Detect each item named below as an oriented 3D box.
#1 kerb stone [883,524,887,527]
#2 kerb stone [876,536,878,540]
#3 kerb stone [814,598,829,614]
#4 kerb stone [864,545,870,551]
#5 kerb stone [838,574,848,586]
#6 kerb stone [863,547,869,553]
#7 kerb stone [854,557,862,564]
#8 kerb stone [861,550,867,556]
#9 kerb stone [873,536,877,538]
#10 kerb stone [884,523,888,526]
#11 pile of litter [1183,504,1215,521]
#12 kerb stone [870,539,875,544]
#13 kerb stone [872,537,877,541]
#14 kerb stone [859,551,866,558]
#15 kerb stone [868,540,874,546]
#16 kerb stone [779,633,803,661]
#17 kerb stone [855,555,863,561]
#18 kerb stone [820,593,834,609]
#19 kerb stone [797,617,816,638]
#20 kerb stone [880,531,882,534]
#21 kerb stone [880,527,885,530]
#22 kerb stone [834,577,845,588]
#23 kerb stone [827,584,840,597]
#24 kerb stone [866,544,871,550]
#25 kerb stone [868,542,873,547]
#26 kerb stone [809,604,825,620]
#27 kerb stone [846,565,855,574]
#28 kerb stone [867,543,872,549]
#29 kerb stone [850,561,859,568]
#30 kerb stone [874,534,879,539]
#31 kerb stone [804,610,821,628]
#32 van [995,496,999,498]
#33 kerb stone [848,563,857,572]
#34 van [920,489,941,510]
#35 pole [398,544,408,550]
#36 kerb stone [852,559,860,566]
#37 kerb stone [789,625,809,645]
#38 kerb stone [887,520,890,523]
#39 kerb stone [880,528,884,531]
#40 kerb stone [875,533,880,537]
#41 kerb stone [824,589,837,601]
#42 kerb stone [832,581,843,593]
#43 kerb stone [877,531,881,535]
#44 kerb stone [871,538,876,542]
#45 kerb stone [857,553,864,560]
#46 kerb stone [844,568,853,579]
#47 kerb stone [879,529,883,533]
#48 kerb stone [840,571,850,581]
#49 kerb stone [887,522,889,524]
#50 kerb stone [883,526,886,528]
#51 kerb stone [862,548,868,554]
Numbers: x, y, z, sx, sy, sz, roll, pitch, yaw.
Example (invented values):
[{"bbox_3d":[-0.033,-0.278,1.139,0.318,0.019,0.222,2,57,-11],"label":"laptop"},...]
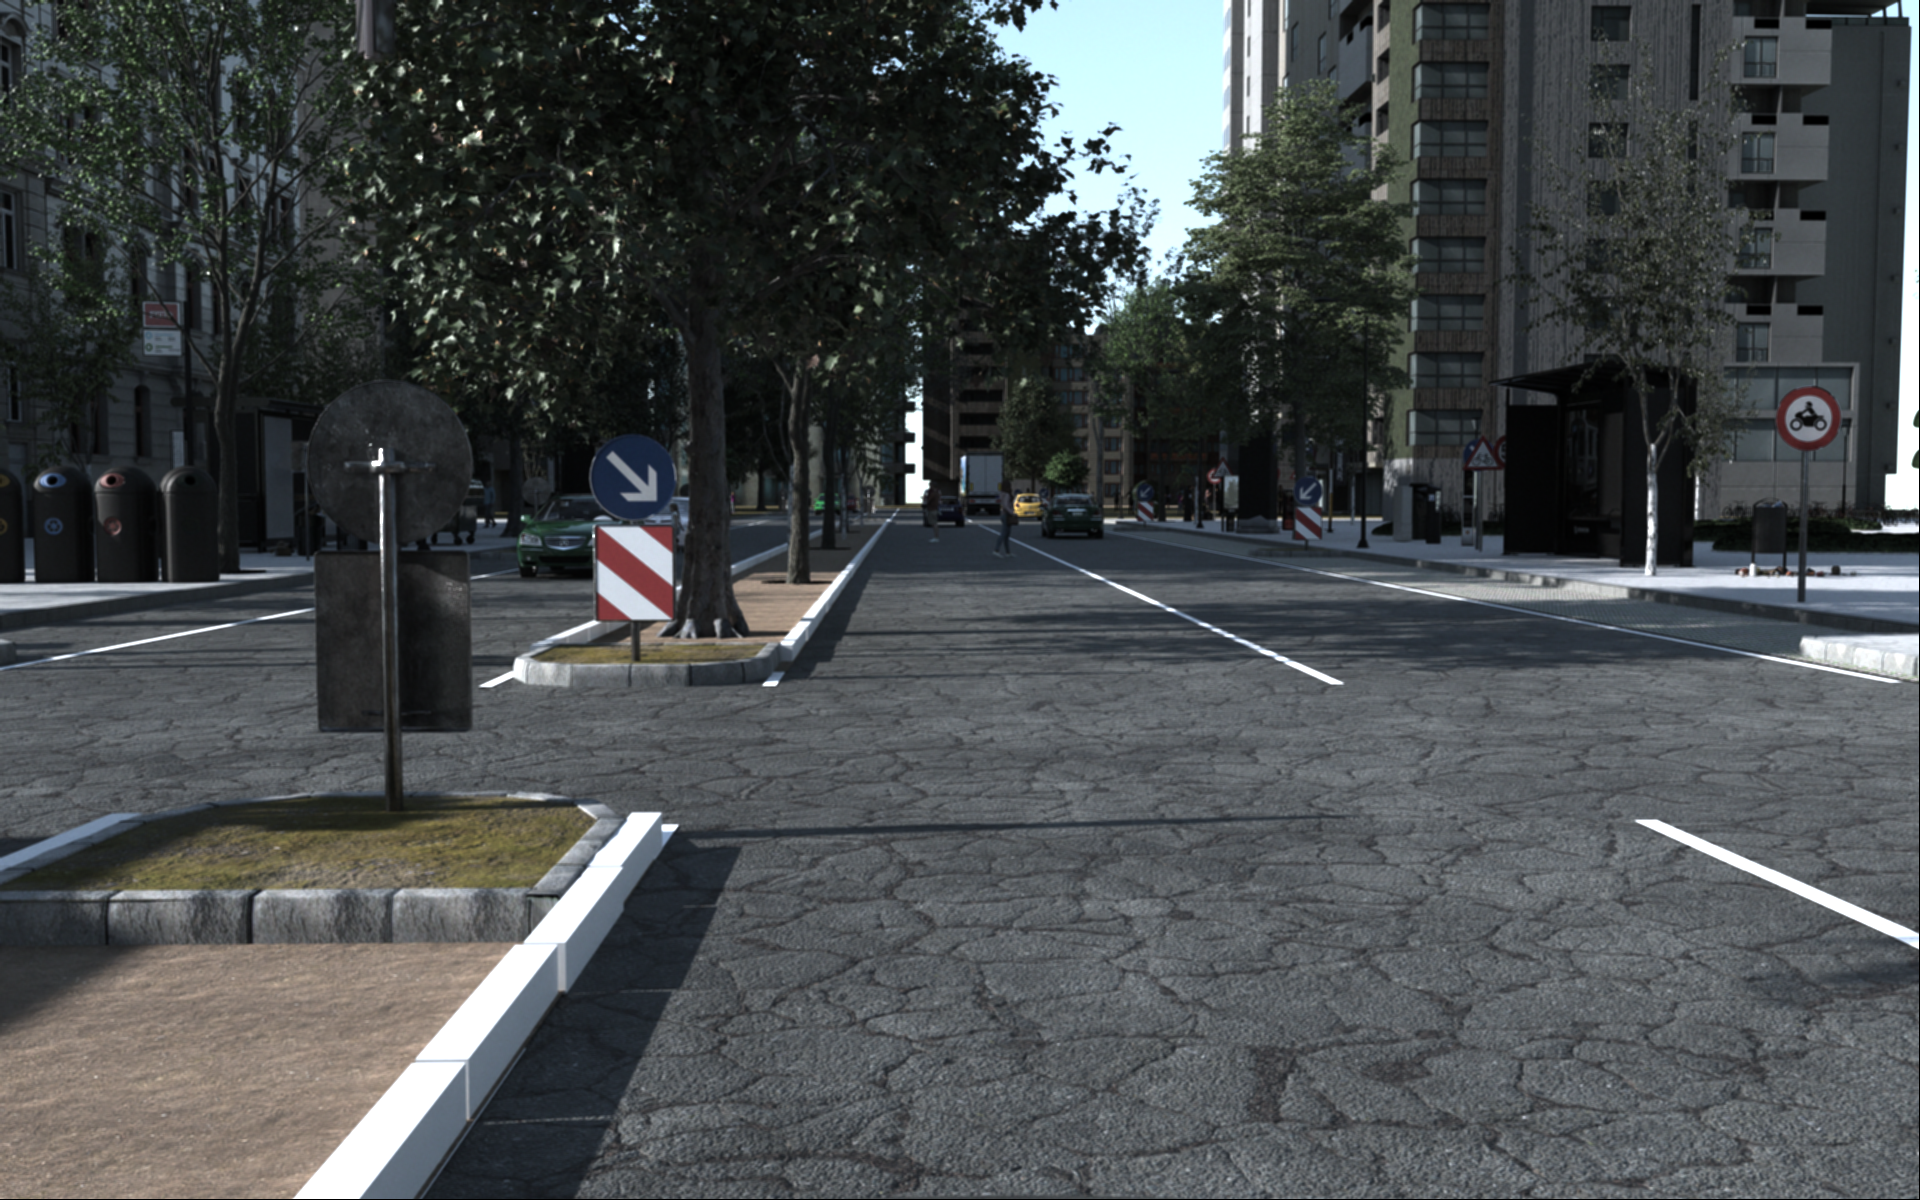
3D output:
[{"bbox_3d":[-3.018,-2.763,67.477,0.120,0.150,1.000,0,4,-2],"label":"kerb stone"},{"bbox_3d":[-2.515,-1.704,50.082,0.120,0.150,1.000,0,4,-2],"label":"kerb stone"},{"bbox_3d":[-1.651,0.117,20.343,0.120,0.150,1.000,0,4,-2],"label":"kerb stone"},{"bbox_3d":[-2.249,-1.141,40.872,0.120,0.150,1.000,0,4,-2],"label":"kerb stone"},{"bbox_3d":[-1.828,-0.263,26.494,0.120,0.150,1.000,0,4,-2],"label":"kerb stone"},{"bbox_3d":[-2.213,-1.077,39.851,0.120,0.150,1.000,0,4,-2],"label":"kerb stone"},{"bbox_3d":[-2.037,-0.703,33.685,0.120,0.150,1.000,0,4,-2],"label":"kerb stone"},{"bbox_3d":[-2.159,-0.946,37.792,0.120,0.150,1.000,0,4,-2],"label":"kerb stone"},{"bbox_3d":[-2.488,-1.642,49.058,0.120,0.150,1.000,0,4,-2],"label":"kerb stone"},{"bbox_3d":[-3.077,-2.895,69.536,0.120,0.150,1.000,0,4,-2],"label":"kerb stone"},{"bbox_3d":[11.620,-4.303,84.318,1.719,0.858,1.176,0,4,-3],"label":"pile of litter"},{"bbox_3d":[-2.393,-1.455,45.984,0.120,0.150,1.000,0,4,-2],"label":"kerb stone"},{"bbox_3d":[-2.453,-1.578,48.032,0.120,0.150,1.000,0,4,-2],"label":"kerb stone"},{"bbox_3d":[-2.126,-0.891,36.770,0.120,0.150,1.000,0,4,-2],"label":"kerb stone"},{"bbox_3d":[-2.364,-1.392,44.962,0.120,0.150,1.000,0,4,-2],"label":"kerb stone"},{"bbox_3d":[-1.499,0.426,15.228,0.120,0.150,1.000,0,4,-2],"label":"kerb stone"},{"bbox_3d":[-2.063,-0.765,34.709,0.120,0.150,1.000,0,4,-2],"label":"kerb stone"},{"bbox_3d":[-1.673,0.050,21.373,0.120,0.150,1.000,0,4,-2],"label":"kerb stone"},{"bbox_3d":[-1.551,0.301,17.271,0.120,0.150,1.000,0,4,-2],"label":"kerb stone"},{"bbox_3d":[-2.689,-2.079,56.216,0.120,0.150,1.000,0,4,-2],"label":"kerb stone"},{"bbox_3d":[-2.875,-2.455,62.364,0.120,0.150,1.000,0,4,-2],"label":"kerb stone"},{"bbox_3d":[-1.801,-0.197,25.469,0.120,0.150,1.000,0,4,-2],"label":"kerb stone"},{"bbox_3d":[-1.738,-0.075,23.425,0.120,0.150,1.000,0,4,-2],"label":"kerb stone"},{"bbox_3d":[-2.275,-1.205,41.894,0.120,0.150,1.000,0,4,-2],"label":"kerb stone"},{"bbox_3d":[-2.334,-1.330,43.940,0.120,0.150,1.000,0,4,-2],"label":"kerb stone"},{"bbox_3d":[-1.616,0.176,19.317,0.120,0.150,1.000,0,4,-2],"label":"kerb stone"},{"bbox_3d":[-1.907,-0.451,29.576,0.120,0.150,1.000,0,4,-2],"label":"kerb stone"},{"bbox_3d":[-2.302,-1.267,42.916,0.120,0.150,1.000,0,4,-2],"label":"kerb stone"},{"bbox_3d":[-1.974,-0.577,31.624,0.120,0.150,1.000,0,4,-2],"label":"kerb stone"},{"bbox_3d":[-2.573,-1.831,52.126,0.120,0.150,1.000,0,4,-2],"label":"kerb stone"},{"bbox_3d":[-1.583,0.239,18.296,0.120,0.150,1.000,0,4,-2],"label":"kerb stone"},{"bbox_3d":[2.064,-8.110,136.987,2.240,2.365,5.245,0,4,-3],"label":"van"},{"bbox_3d":[-1.946,-0.514,30.600,0.120,0.150,1.000,0,4,-2],"label":"kerb stone"},{"bbox_3d":[-2.348,-8.529,146.466,2.013,2.044,4.112,0,4,-1],"label":"van"},{"bbox_3d":[-13.398,-2.924,41.652,0.158,3.312,0.155,0,3,0],"label":"pole"},{"bbox_3d":[-2.011,-0.639,32.650,0.120,0.150,1.000,0,4,-2],"label":"kerb stone"},{"bbox_3d":[-1.532,0.371,16.250,0.120,0.150,1.000,0,4,-2],"label":"kerb stone"},{"bbox_3d":[-3.328,-3.397,77.728,0.120,0.150,1.000,0,4,-2],"label":"kerb stone"},{"bbox_3d":[-2.812,-2.329,60.315,0.120,0.150,1.000,0,4,-2],"label":"kerb stone"},{"bbox_3d":[-2.604,-1.893,53.148,0.120,0.150,1.000,0,4,-2],"label":"kerb stone"},{"bbox_3d":[-1.710,-0.012,22.395,0.120,0.150,1.000,0,4,-2],"label":"kerb stone"},{"bbox_3d":[-1.767,-0.138,24.447,0.120,0.150,1.000,0,4,-2],"label":"kerb stone"},{"bbox_3d":[-2.661,-2.018,55.192,0.120,0.150,1.000,0,4,-2],"label":"kerb stone"},{"bbox_3d":[-2.427,-1.515,47.010,0.120,0.150,1.000,0,4,-2],"label":"kerb stone"},{"bbox_3d":[-2.101,-0.828,35.737,0.120,0.150,1.000,0,4,-2],"label":"kerb stone"},{"bbox_3d":[-1.890,-0.389,28.553,0.120,0.150,1.000,0,4,-2],"label":"kerb stone"},{"bbox_3d":[-2.748,-2.206,58.260,0.120,0.150,1.000,0,4,-2],"label":"kerb stone"},{"bbox_3d":[-1.861,-0.326,27.523,0.120,0.150,1.000,0,4,-2],"label":"kerb stone"},{"bbox_3d":[-3.201,-3.144,73.628,0.120,0.150,1.000,0,4,-2],"label":"kerb stone"},{"bbox_3d":[-2.929,-2.582,64.408,0.120,0.150,1.000,0,4,-2],"label":"kerb stone"},{"bbox_3d":[-2.192,-1.017,38.817,0.120,0.150,1.000,0,4,-2],"label":"kerb stone"}]
